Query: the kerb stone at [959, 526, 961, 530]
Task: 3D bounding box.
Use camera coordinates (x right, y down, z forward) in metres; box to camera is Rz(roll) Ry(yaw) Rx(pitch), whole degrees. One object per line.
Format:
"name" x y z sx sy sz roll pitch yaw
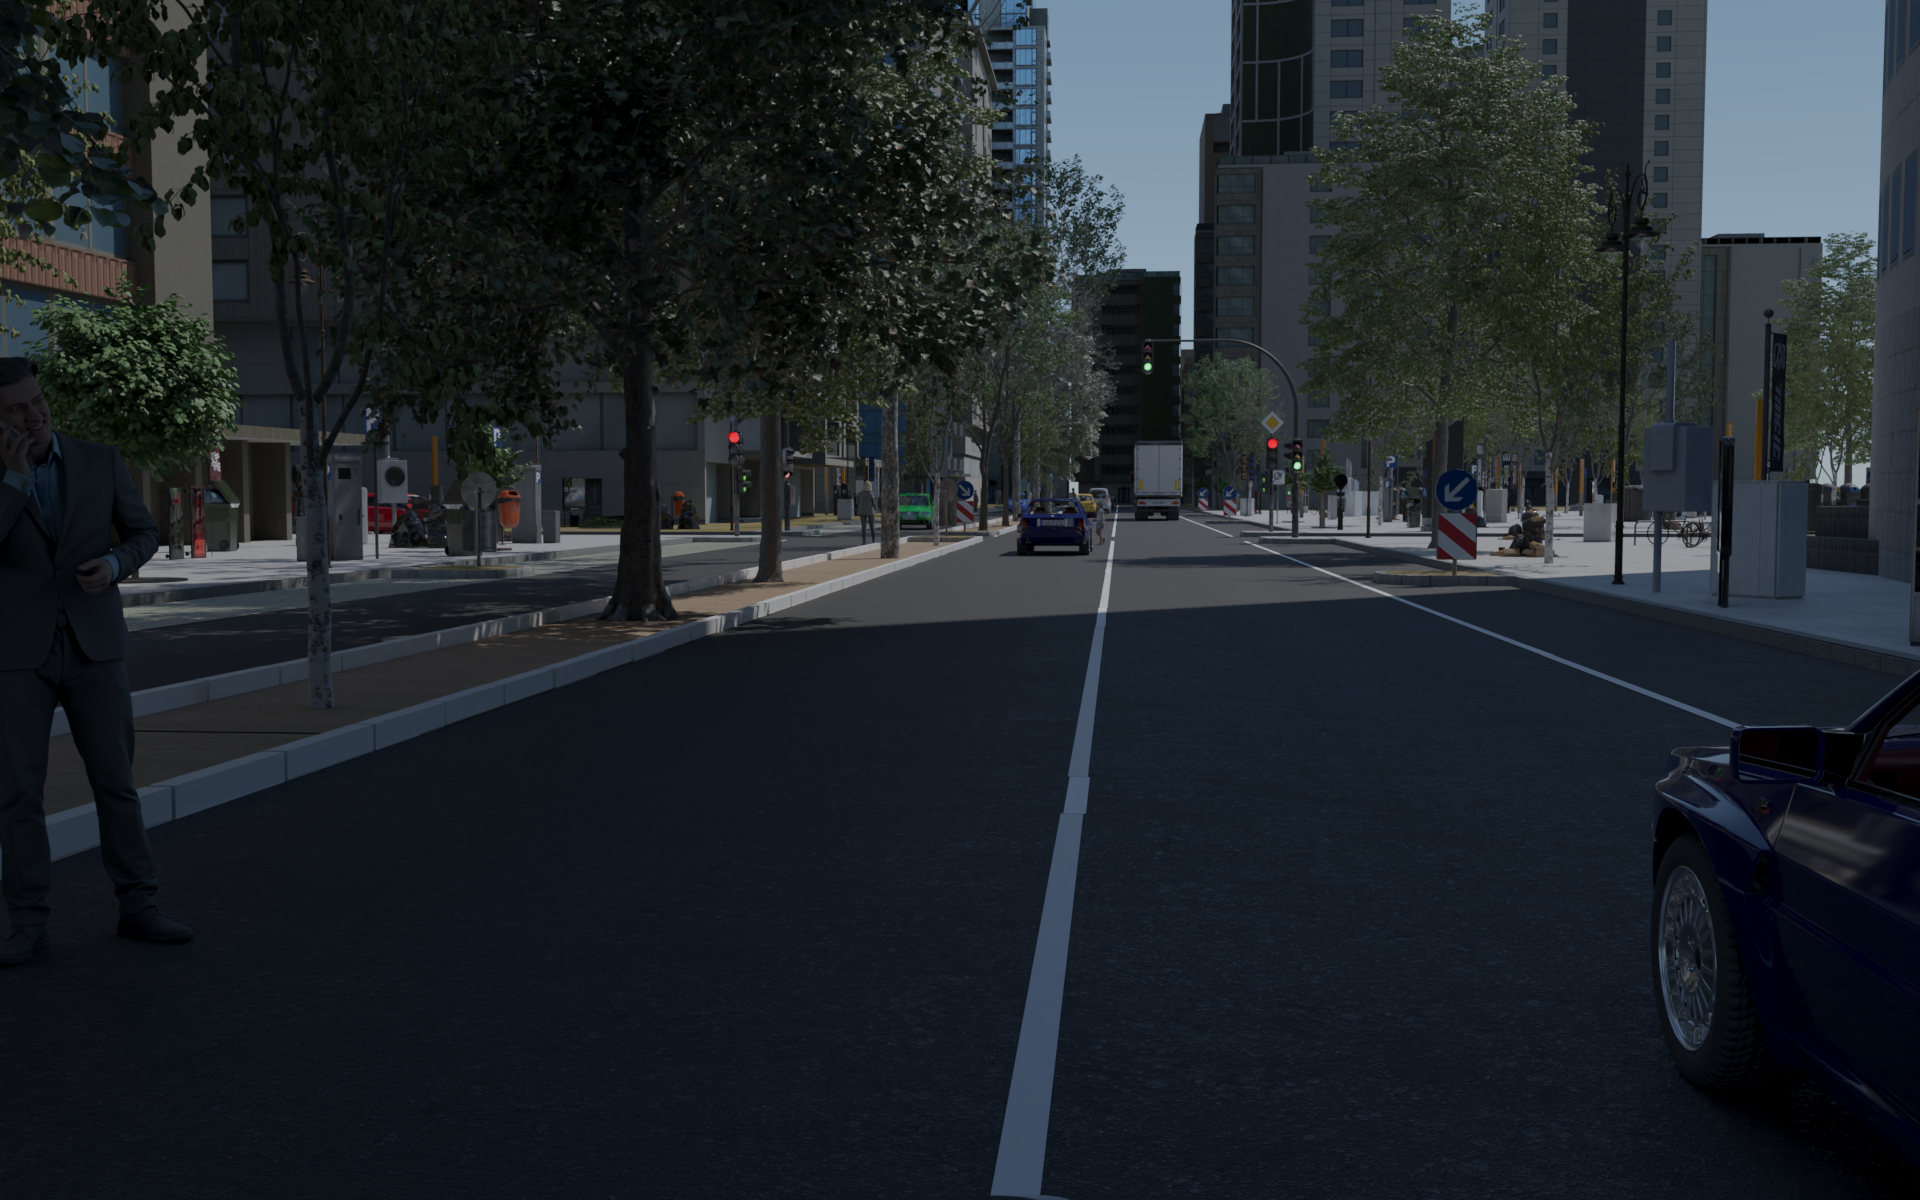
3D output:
"kerb stone" -0.153 -2.743 67.046 0.120 0.150 1.000 0 4 5

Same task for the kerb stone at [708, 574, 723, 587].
"kerb stone" -3.862 -0.276 26.720 0.120 0.150 1.000 0 4 5

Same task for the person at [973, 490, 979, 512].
"person" 1.316 -8.014 140.086 0.434 1.755 0.990 2 4 24

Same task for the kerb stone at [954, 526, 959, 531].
"kerb stone" -0.250 -2.680 66.022 0.120 0.150 1.000 0 4 5

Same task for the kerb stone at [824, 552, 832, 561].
"kerb stone" -2.929 -0.901 36.931 0.120 0.150 1.000 0 4 5

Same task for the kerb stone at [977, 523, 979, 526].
"kerb stone" 0.597 -3.237 75.221 0.120 0.150 1.000 0 4 5

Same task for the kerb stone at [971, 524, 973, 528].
"kerb stone" 0.320 -3.056 72.158 0.120 0.150 1.000 0 4 5

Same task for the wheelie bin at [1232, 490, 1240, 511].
"wheelie bin" 20.811 -7.551 131.359 0.980 1.594 0.693 3 5 40

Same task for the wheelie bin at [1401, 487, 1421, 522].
"wheelie bin" 20.581 -4.362 79.229 0.980 1.594 0.693 -2 4 -27

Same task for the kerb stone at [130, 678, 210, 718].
"kerb stone" -5.276 0.661 11.400 0.120 0.150 1.000 0 4 5

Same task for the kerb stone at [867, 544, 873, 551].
"kerb stone" -2.365 -1.276 43.064 0.120 0.150 1.000 0 4 5

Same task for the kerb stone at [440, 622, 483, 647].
"kerb stone" -4.809 0.348 16.505 0.120 0.150 1.000 0 4 5

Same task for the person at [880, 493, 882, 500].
"person" -3.480 -4.414 80.939 0.520 1.790 0.573 1 4 14

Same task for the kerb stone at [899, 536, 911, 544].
"kerb stone" -1.619 -1.776 51.227 0.120 0.150 1.000 0 4 5

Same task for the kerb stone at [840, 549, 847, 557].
"kerb stone" -2.747 -1.027 38.983 0.120 0.150 1.000 0 4 5

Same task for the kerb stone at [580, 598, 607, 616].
"kerb stone" -4.436 0.100 20.582 0.120 0.150 1.000 0 4 5

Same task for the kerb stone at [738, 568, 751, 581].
"kerb stone" -3.678 -0.399 28.780 0.120 0.150 1.000 0 4 5

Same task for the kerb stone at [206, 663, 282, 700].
"kerb stone" -5.184 0.598 12.425 0.120 0.150 1.000 0 4 5

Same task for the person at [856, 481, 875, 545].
"person" -2.630 -2.438 48.542 0.537 1.800 0.526 1 4 13

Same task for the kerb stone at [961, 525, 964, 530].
"kerb stone" -0.060 -2.806 68.067 0.120 0.150 1.000 0 4 5

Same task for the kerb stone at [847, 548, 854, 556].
"kerb stone" -2.641 -1.088 40.003 0.120 0.150 1.000 0 4 5

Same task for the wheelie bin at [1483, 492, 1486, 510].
"wheelie bin" 35.663 -6.673 117.006 0.693 1.594 0.980 0 4 3

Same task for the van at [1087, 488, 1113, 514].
"van" 10.230 -7.356 127.280 2.013 2.044 4.112 0 4 7

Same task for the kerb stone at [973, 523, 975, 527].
"kerb stone" 0.415 -3.116 73.178 0.120 0.150 1.000 0 4 5

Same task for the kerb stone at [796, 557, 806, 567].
"kerb stone" -3.203 -0.715 33.878 0.120 0.150 1.000 0 4 5

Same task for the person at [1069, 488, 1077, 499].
"person" 6.727 -5.769 102.909 0.616 1.811 0.778 2 4 29

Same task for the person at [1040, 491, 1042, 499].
"person" 8.027 -10.085 174.208 0.721 1.723 1.217 3 5 42

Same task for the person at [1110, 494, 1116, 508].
"person" 15.722 -10.180 178.169 0.697 1.427 0.421 2 4 26

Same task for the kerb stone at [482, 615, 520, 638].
"kerb stone" -4.714 0.286 17.522 0.120 0.150 1.000 0 4 5

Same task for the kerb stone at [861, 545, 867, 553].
"kerb stone" -2.451 -1.214 42.046 0.120 0.150 1.000 0 4 5

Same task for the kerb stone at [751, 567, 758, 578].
"kerb stone" -3.582 -0.465 29.797 0.120 0.150 1.000 0 4 5

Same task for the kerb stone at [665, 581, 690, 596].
"kerb stone" -4.058 -0.146 24.664 0.120 0.150 1.000 0 4 5

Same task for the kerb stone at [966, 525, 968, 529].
"kerb stone" 0.119 -2.930 70.108 0.120 0.150 1.000 0 4 5

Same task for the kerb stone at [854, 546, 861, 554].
"kerb stone" -2.549 -1.152 41.027 0.120 0.150 1.000 0 4 5

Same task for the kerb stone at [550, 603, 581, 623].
"kerb stone" -4.520 0.161 19.557 0.120 0.150 1.000 0 4 5

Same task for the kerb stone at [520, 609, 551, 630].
"kerb stone" -4.624 0.227 18.541 0.120 0.150 1.000 0 4 5

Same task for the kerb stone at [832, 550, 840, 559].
"kerb stone" -2.827 -0.962 37.948 0.120 0.150 1.000 0 4 5

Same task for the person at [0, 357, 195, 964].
"person" -2.761 0.179 5.373 0.655 1.846 0.447 -2 4 -35

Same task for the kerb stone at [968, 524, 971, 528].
"kerb stone" 0.228 -2.993 71.135 0.120 0.150 1.000 0 4 5

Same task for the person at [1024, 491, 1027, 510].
"person" 5.822 -9.026 156.752 0.721 1.739 1.217 0 4 -2

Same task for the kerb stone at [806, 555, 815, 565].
"kerb stone" -3.120 -0.777 34.896 0.120 0.150 1.000 0 4 5

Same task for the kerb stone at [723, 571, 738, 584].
"kerb stone" -3.760 -0.339 27.736 0.120 0.150 1.000 0 4 5

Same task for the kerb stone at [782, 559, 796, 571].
"kerb stone" -3.303 -0.652 32.858 0.120 0.150 1.000 0 4 5

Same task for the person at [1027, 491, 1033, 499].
"person" 8.049 -11.645 198.880 0.705 1.826 1.348 2 4 31

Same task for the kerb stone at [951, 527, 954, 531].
"kerb stone" -0.437 -2.555 63.971 0.120 0.150 1.000 0 4 5

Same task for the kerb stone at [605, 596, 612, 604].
"kerb stone" -4.340 0.039 21.607 0.120 0.150 1.000 0 4 5

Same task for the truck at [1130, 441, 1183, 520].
"truck" 11.026 -6.628 97.278 2.839 4.237 11.283 0 4 5

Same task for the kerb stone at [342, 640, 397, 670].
"kerb stone" -4.988 0.474 14.462 0.120 0.150 1.000 0 4 5

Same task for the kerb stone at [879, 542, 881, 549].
"kerb stone" -2.171 -1.401 45.105 0.120 0.150 1.000 0 4 5

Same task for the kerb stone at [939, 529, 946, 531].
"kerb stone" -0.619 -2.431 61.935 0.120 0.150 1.000 0 4 5

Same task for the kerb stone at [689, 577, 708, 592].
"kerb stone" -3.956 -0.214 25.688 0.120 0.150 1.000 0 4 5

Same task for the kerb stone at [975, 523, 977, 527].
"kerb stone" 0.507 -3.179 74.197 0.120 0.150 1.000 0 4 5

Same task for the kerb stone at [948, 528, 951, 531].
"kerb stone" -0.535 -2.493 62.953 0.120 0.150 1.000 0 4 5

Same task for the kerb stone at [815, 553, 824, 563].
"kerb stone" -3.017 -0.839 35.913 0.120 0.150 1.000 0 4 5

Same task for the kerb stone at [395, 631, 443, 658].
"kerb stone" -4.901 0.410 15.485 0.120 0.150 1.000 0 4 5

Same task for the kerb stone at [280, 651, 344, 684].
"kerb stone" -5.084 0.538 13.445 0.120 0.150 1.000 0 4 5

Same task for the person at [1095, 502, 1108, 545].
"person" 4.024 -2.167 48.939 0.382 1.210 0.505 0 4 -7

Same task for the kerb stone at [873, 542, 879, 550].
"kerb stone" -2.263 -1.339 44.087 0.120 0.150 1.000 0 4 5

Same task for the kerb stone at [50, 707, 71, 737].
"kerb stone" -5.368 0.723 10.372 0.120 0.150 1.000 0 4 5
